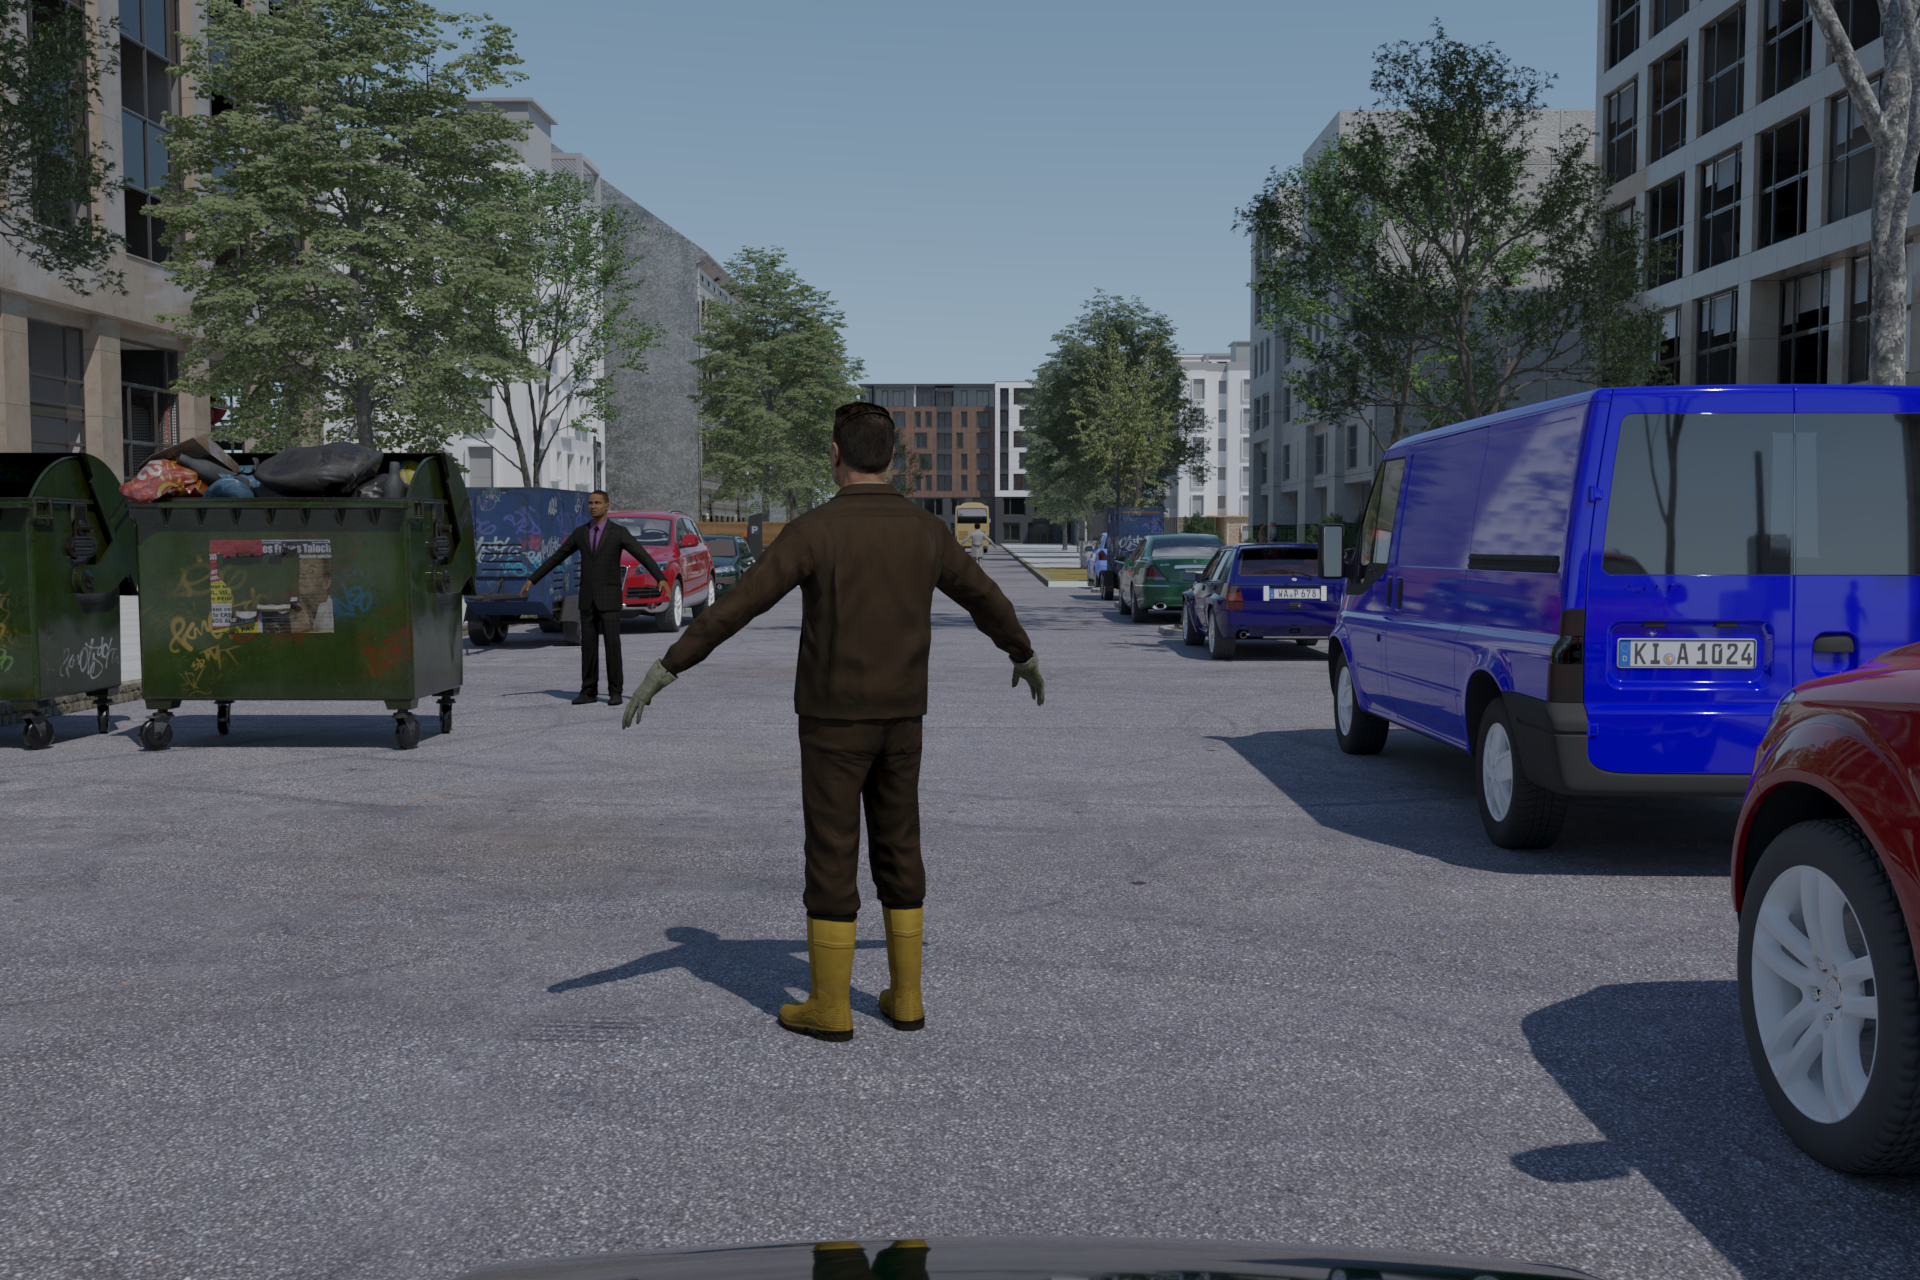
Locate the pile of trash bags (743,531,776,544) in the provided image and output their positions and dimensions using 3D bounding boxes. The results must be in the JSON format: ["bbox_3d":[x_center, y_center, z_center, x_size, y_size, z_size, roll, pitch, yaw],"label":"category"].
[{"bbox_3d":[-5.844,-2.476,50.236,1.912,1.369,3.447,0,4,1],"label":"pile of trash bags"}]

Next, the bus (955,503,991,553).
[{"bbox_3d":[0.972,-8.753,134.656,2.896,3.916,12.252,0,4,1],"label":"bus"}]

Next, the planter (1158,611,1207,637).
[{"bbox_3d":[3.888,-0.231,24.910,1.991,0.319,1.994,0,4,0],"label":"planter"}]

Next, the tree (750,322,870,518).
[{"bbox_3d":[-8.009,-10.645,92.166,7.486,12.596,7.792,0,3,0],"label":"tree"}]

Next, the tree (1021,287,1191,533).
[{"bbox_3d":[7.893,-11.290,91.241,9.857,13.997,8.962,0,3,0],"label":"tree"}]

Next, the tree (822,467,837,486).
[{"bbox_3d":[-7.400,-10.000,113.854,4.737,8.622,4.395,0,3,0],"label":"tree"}]

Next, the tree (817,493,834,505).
[{"bbox_3d":[-18.243,-17.776,240.992,4.360,8.622,3.978,0,3,0],"label":"tree"}]

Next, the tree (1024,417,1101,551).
[{"bbox_3d":[8.511,-13.208,134.073,7.486,12.596,7.792,0,3,0],"label":"tree"}]

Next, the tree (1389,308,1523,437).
[{"bbox_3d":[16.035,-6.423,55.383,4.737,8.622,4.395,0,3,0],"label":"tree"}]

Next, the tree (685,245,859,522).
[{"bbox_3d":[-7.455,-9.208,68.682,7.486,12.596,7.792,0,3,0],"label":"tree"}]

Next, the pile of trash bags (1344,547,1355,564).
[{"bbox_3d":[7.732,-1.303,31.057,1.912,1.369,3.447,0,4,1],"label":"pile of trash bags"}]

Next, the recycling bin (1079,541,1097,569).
[{"bbox_3d":[4.840,-3.188,64.679,0.722,1.027,0.722,0,3,0],"label":"recycling bin"}]

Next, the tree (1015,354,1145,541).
[{"bbox_3d":[8.547,-12.811,116.109,9.857,13.997,8.962,0,3,0],"label":"tree"}]

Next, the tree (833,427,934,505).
[{"bbox_3d":[-6.641,-12.586,140.191,8.767,10.594,7.601,-1,4,-19],"label":"tree"}]

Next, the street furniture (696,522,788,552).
[{"bbox_3d":[-8.659,-3.494,63.985,11.010,1.723,9.812,1,4,20],"label":"street furniture"}]

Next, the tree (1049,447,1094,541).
[{"bbox_3d":[7.929,-9.518,105.990,4.360,8.622,3.978,0,3,0],"label":"tree"}]

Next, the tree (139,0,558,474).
[{"bbox_3d":[-11.168,-6.962,31.962,7.486,12.596,7.792,0,3,0],"label":"tree"}]

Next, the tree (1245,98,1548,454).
[{"bbox_3d":[10.493,-7.089,41.668,9.928,11.665,9.643,0,3,0],"label":"tree"}]

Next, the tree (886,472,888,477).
[{"bbox_3d":[-7.433,-10.992,130.077,4.737,8.622,4.395,0,3,0],"label":"tree"}]

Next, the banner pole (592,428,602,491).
[{"bbox_3d":[-8.579,-3.121,41.038,0.401,3.779,0.863,0,4,2],"label":"banner pole"}]

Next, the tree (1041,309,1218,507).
[{"bbox_3d":[7.314,-8.429,72.230,7.601,10.594,8.767,2,4,24],"label":"tree"}]

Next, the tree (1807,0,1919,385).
[{"bbox_3d":[8.540,-9.956,18.668,12.611,20.169,13.585,0,3,0],"label":"tree"}]

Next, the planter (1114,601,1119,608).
[{"bbox_3d":[4.066,-0.800,34.226,1.991,0.319,1.994,0,4,2],"label":"planter"}]

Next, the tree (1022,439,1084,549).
[{"bbox_3d":[9.014,-14.239,150.935,7.486,12.596,7.792,0,3,0],"label":"tree"}]

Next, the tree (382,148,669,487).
[{"bbox_3d":[-11.611,-7.392,46.621,9.928,11.665,9.643,0,3,0],"label":"tree"}]

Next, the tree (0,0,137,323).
[{"bbox_3d":[-11.799,-5.077,17.424,8.767,10.594,7.601,2,4,24],"label":"tree"}]

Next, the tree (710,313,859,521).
[{"bbox_3d":[-7.849,-9.462,80.465,9.928,11.665,9.643,0,3,0],"label":"tree"}]

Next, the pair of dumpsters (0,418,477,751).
[{"bbox_3d":[-5.705,-0.423,11.873,4.436,2.255,1.574,0,4,1],"label":"pair of dumpsters"}]

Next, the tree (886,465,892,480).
[{"bbox_3d":[-7.143,-10.435,120.969,4.737,8.622,4.395,0,3,0],"label":"tree"}]

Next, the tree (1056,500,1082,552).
[{"bbox_3d":[8.396,-10.600,123.672,4.360,8.622,3.978,0,3,0],"label":"tree"}]

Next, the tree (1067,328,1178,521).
[{"bbox_3d":[5.892,-6.775,61.126,4.737,8.622,4.395,0,3,0],"label":"tree"}]

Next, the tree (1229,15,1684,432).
[{"bbox_3d":[9.380,-5.910,31.047,8.767,10.594,7.601,-2,4,-31],"label":"tree"}]
